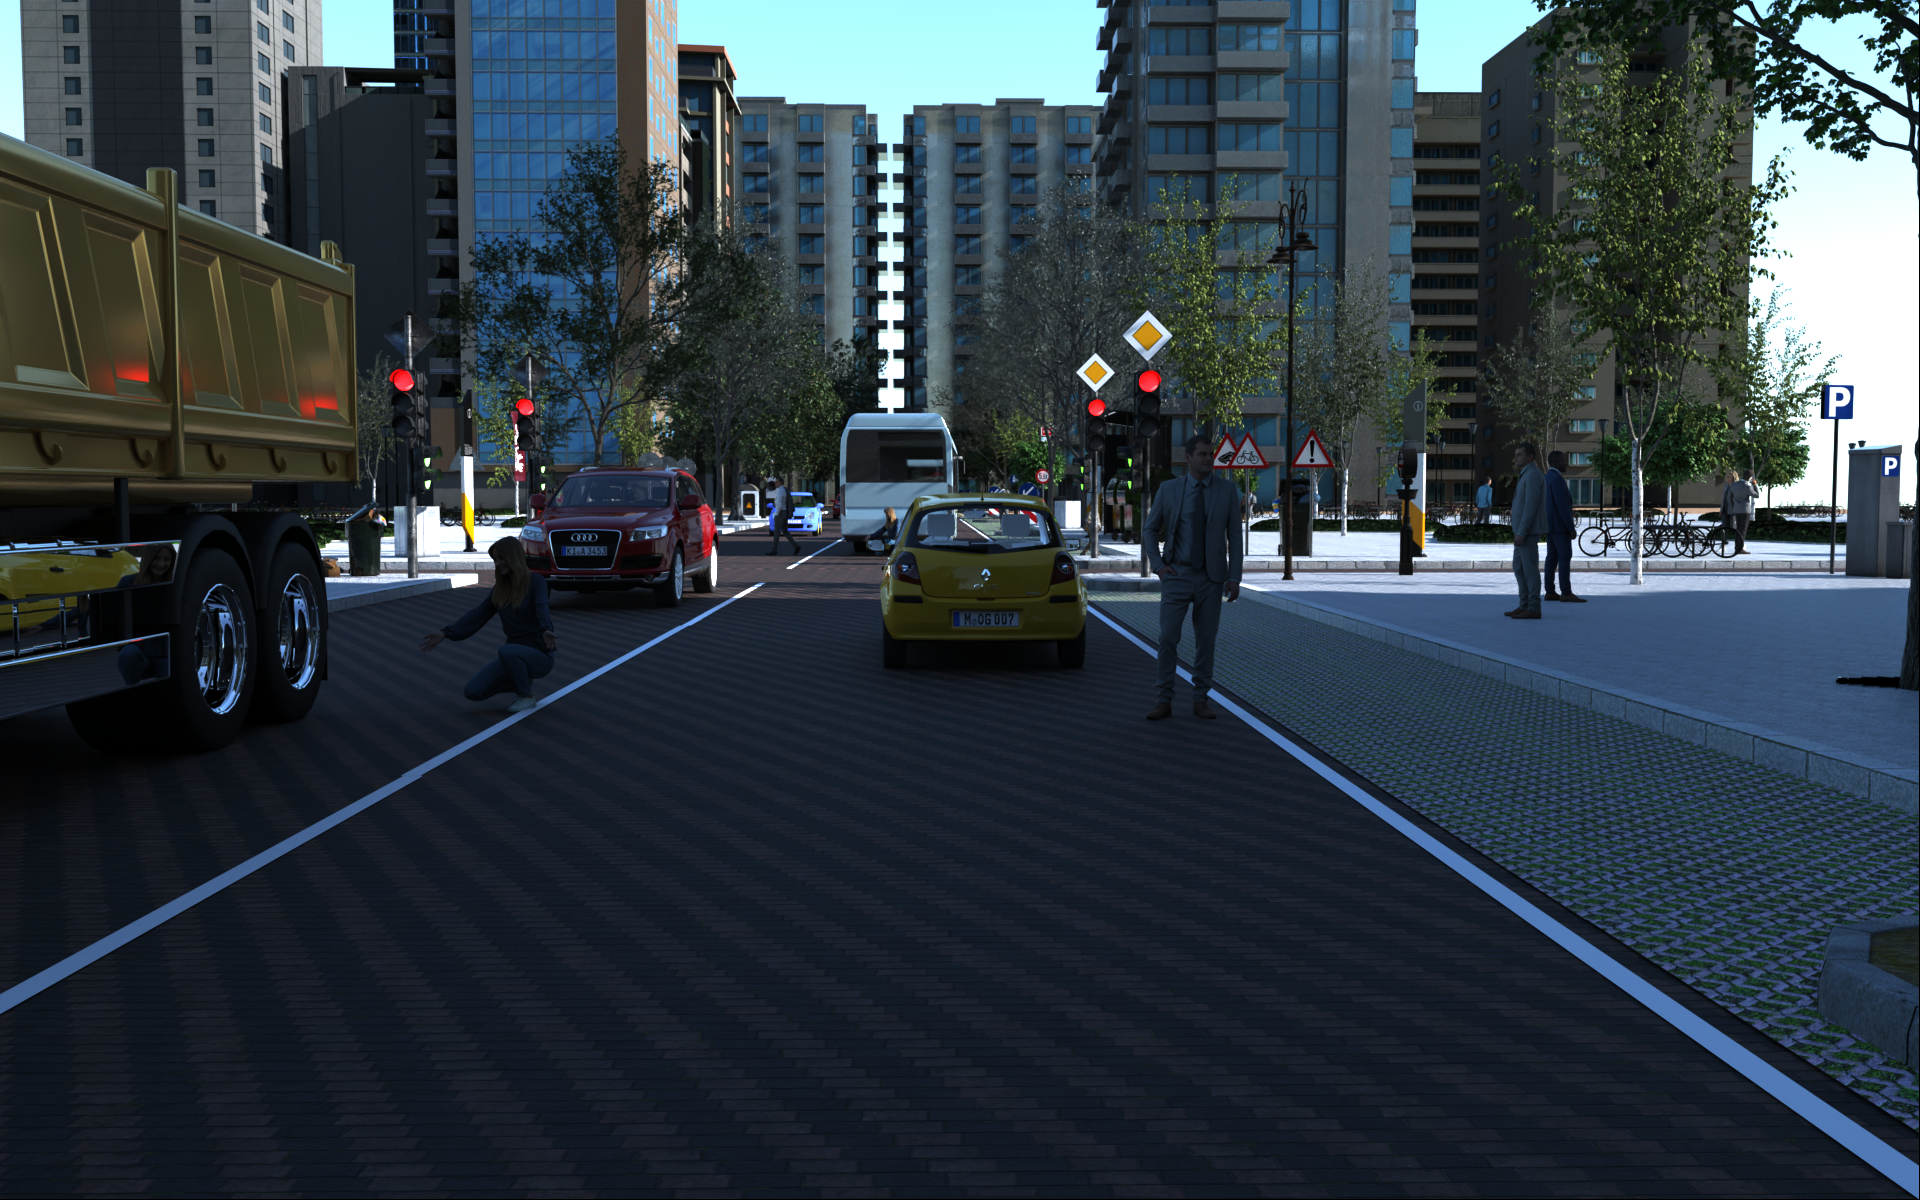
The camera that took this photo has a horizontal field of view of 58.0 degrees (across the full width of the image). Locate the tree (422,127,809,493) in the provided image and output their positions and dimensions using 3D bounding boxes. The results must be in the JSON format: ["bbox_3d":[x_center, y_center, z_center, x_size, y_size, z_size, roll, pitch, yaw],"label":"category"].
[{"bbox_3d":[-9.479,-6.747,44.719,8.767,10.594,7.601,-2,4,-26],"label":"tree"}]

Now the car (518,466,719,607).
[{"bbox_3d":[-4.567,-0.916,23.652,2.281,1.827,5.304,0,3,0],"label":"car"}]

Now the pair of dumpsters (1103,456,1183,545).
[{"bbox_3d":[4.872,-2.655,45.911,1.574,2.255,4.437,0,4,-1],"label":"pair of dumpsters"}]

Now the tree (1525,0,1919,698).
[{"bbox_3d":[6.578,-5.217,11.052,9.928,11.665,9.643,0,3,0],"label":"tree"}]

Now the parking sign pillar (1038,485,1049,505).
[{"bbox_3d":[4.343,-6.504,94.819,1.447,3.967,1.447,2,4,28],"label":"parking sign pillar"}]

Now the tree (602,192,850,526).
[{"bbox_3d":[-9.674,-9.766,70.041,12.009,13.543,11.850,0,3,0],"label":"tree"}]

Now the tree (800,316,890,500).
[{"bbox_3d":[-14.615,-20.151,185.354,12.611,20.169,13.585,0,3,0],"label":"tree"}]

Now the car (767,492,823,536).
[{"bbox_3d":[-5.678,-3.078,59.921,1.945,1.707,3.694,0,4,-2],"label":"car"}]

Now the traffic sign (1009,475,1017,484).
[{"bbox_3d":[3.471,-6.612,108.217,0.768,2.556,0.104,0,4,4],"label":"traffic sign"}]

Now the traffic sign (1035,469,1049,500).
[{"bbox_3d":[4.160,-5.299,86.749,0.768,2.556,0.104,0,4,2],"label":"traffic sign"}]

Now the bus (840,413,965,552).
[{"bbox_3d":[-1.389,-3.131,46.053,2.948,3.499,13.247,0,4,1],"label":"bus"}]

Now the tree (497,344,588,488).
[{"bbox_3d":[-20.833,-8.278,85.702,4.360,8.622,3.978,0,3,0],"label":"tree"}]

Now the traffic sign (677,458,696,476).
[{"bbox_3d":[-9.717,-3.743,61.300,0.768,2.556,0.104,0,4,4],"label":"traffic sign"}]

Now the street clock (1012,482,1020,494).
[{"bbox_3d":[3.460,-6.247,106.708,0.471,2.002,0.358,-3,4,-38],"label":"street clock"}]

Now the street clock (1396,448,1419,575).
[{"bbox_3d":[7.070,-1.396,27.403,0.358,2.002,0.471,0,4,4],"label":"street clock"}]

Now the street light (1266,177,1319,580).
[{"bbox_3d":[4.906,-3.238,25.721,0.468,5.910,1.993,0,4,-1],"label":"street light"}]

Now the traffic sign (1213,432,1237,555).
[{"bbox_3d":[5.643,-2.240,36.625,0.884,2.594,0.081,0,4,2],"label":"traffic sign"}]

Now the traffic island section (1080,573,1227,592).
[{"bbox_3d":[2.876,-0.267,26.647,2.009,0.180,2.903,0,4,-1],"label":"traffic island section"}]

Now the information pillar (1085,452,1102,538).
[{"bbox_3d":[3.939,-3.644,50.935,0.504,3.616,0.183,3,4,37],"label":"information pillar"}]

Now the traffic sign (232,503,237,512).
[{"bbox_3d":[-11.036,-1.610,26.331,0.884,2.594,0.081,0,4,-1],"label":"traffic sign"}]

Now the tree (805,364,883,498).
[{"bbox_3d":[-12.055,-16.108,170.017,9.857,13.997,8.962,0,3,0],"label":"tree"}]

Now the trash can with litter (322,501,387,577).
[{"bbox_3d":[-9.502,-0.951,26.933,1.055,1.170,0.624,-2,4,-30],"label":"trash can with litter"}]

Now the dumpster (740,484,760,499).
[{"bbox_3d":[-11.848,-5.542,96.364,1.264,1.857,1.865,0,4,-1],"label":"dumpster"}]

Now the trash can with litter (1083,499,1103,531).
[{"bbox_3d":[4.483,-2.925,59.211,0.624,1.170,1.055,-1,4,-20],"label":"trash can with litter"}]

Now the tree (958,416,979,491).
[{"bbox_3d":[2.162,-12.457,154.038,4.737,8.622,4.395,0,3,0],"label":"tree"}]

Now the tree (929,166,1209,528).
[{"bbox_3d":[4.545,-9.517,65.969,12.009,13.543,11.850,0,3,0],"label":"tree"}]

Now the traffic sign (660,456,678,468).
[{"bbox_3d":[-9.782,-3.527,57.774,0.768,2.556,0.104,0,4,0],"label":"traffic sign"}]

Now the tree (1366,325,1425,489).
[{"bbox_3d":[19.507,-7.644,75.343,4.737,8.622,4.395,0,3,0],"label":"tree"}]

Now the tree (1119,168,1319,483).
[{"bbox_3d":[5.718,-5.466,39.726,4.737,8.622,4.395,0,3,0],"label":"tree"}]

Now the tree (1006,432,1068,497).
[{"bbox_3d":[4.084,-6.585,91.373,4.285,4.588,4.351,0,3,0],"label":"tree"}]

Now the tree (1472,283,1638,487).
[{"bbox_3d":[20.070,-6.671,59.430,4.360,8.622,3.978,0,3,0],"label":"tree"}]

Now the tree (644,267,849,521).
[{"bbox_3d":[-10.820,-10.194,83.679,9.611,12.733,9.660,0,3,0],"label":"tree"}]

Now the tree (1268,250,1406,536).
[{"bbox_3d":[11.719,-6.277,52.985,4.360,8.622,3.978,0,3,0],"label":"tree"}]

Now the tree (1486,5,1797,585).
[{"bbox_3d":[9.502,-4.511,24.121,4.737,8.622,4.395,0,3,0],"label":"tree"}]

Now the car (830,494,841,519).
[{"bbox_3d":[-6.527,-5.666,101.685,2.155,1.783,4.494,0,4,-2],"label":"car"}]

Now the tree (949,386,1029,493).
[{"bbox_3d":[2.620,-15.849,176.143,9.611,12.733,9.660,0,3,0],"label":"tree"}]

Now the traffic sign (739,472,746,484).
[{"bbox_3d":[-12.587,-6.127,99.906,0.795,2.593,0.064,0,4,0],"label":"traffic sign"}]

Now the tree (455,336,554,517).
[{"bbox_3d":[-20.530,-7.881,79.221,4.737,8.622,4.395,0,3,0],"label":"tree"}]

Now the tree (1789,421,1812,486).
[{"bbox_3d":[33.140,-5.323,70.742,4.285,4.588,4.351,0,3,0],"label":"tree"}]

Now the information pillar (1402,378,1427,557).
[{"bbox_3d":[9.268,-2.687,35.285,0.504,3.616,0.183,3,5,44],"label":"information pillar"}]

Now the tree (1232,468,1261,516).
[{"bbox_3d":[16.989,-6.576,102.118,1.663,3.219,1.824,0,3,0],"label":"tree"}]

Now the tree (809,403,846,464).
[{"bbox_3d":[-11.909,-10.703,109.412,7.601,10.594,8.767,-1,4,-23],"label":"tree"}]

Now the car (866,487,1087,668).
[{"bbox_3d":[0.147,-0.336,15.723,2.015,1.641,3.980,0,4,-2],"label":"car"}]

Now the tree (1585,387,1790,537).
[{"bbox_3d":[21.726,-4.217,52.661,4.285,4.588,4.351,0,3,0],"label":"tree"}]

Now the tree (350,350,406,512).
[{"bbox_3d":[-30.214,-8.504,89.403,4.360,8.622,3.978,0,3,0],"label":"tree"}]

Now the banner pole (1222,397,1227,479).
[{"bbox_3d":[6.627,-3.267,43.431,0.401,3.779,0.863,0,4,1],"label":"banner pole"}]

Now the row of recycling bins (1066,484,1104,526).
[{"bbox_3d":[5.145,-3.919,71.186,1.069,1.692,3.534,-1,4,-12],"label":"row of recycling bins"}]

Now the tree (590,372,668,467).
[{"bbox_3d":[-18.162,-8.878,95.520,4.737,8.622,4.395,0,3,0],"label":"tree"}]

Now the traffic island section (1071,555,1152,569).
[{"bbox_3d":[2.709,-0.755,34.630,2.009,0.180,2.903,0,4,-1],"label":"traffic island section"}]

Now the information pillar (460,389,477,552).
[{"bbox_3d":[-10.922,-2.877,38.392,0.183,3.616,0.504,0,4,7],"label":"information pillar"}]

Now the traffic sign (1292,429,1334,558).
[{"bbox_3d":[7.064,-2.129,34.818,0.884,2.594,0.081,0,4,4],"label":"traffic sign"}]

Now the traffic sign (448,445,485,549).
[{"bbox_3d":[-11.229,-2.408,39.370,0.884,2.594,0.081,0,4,8],"label":"traffic sign"}]

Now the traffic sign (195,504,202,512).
[{"bbox_3d":[-9.582,-1.326,21.780,0.768,2.556,0.104,0,4,7],"label":"traffic sign"}]

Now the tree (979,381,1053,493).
[{"bbox_3d":[3.905,-9.799,110.577,4.737,8.622,4.395,0,3,0],"label":"tree"}]

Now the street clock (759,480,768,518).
[{"bbox_3d":[-10.368,-5.310,91.394,0.471,2.002,0.358,3,5,44],"label":"street clock"}]

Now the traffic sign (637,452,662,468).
[{"bbox_3d":[-9.449,-3.218,52.725,0.768,2.556,0.104,0,4,5],"label":"traffic sign"}]

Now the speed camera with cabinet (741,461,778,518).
[{"bbox_3d":[-10.935,-6.122,94.437,2.038,3.252,0.660,0,4,-5],"label":"speed camera with cabinet"}]

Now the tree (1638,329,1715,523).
[{"bbox_3d":[31.192,-7.718,76.551,4.360,8.622,3.978,0,3,0],"label":"tree"}]

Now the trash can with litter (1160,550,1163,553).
[{"bbox_3d":[5.314,-1.653,38.082,2.233,1.210,1.678,-1,4,-13],"label":"trash can with litter"}]
